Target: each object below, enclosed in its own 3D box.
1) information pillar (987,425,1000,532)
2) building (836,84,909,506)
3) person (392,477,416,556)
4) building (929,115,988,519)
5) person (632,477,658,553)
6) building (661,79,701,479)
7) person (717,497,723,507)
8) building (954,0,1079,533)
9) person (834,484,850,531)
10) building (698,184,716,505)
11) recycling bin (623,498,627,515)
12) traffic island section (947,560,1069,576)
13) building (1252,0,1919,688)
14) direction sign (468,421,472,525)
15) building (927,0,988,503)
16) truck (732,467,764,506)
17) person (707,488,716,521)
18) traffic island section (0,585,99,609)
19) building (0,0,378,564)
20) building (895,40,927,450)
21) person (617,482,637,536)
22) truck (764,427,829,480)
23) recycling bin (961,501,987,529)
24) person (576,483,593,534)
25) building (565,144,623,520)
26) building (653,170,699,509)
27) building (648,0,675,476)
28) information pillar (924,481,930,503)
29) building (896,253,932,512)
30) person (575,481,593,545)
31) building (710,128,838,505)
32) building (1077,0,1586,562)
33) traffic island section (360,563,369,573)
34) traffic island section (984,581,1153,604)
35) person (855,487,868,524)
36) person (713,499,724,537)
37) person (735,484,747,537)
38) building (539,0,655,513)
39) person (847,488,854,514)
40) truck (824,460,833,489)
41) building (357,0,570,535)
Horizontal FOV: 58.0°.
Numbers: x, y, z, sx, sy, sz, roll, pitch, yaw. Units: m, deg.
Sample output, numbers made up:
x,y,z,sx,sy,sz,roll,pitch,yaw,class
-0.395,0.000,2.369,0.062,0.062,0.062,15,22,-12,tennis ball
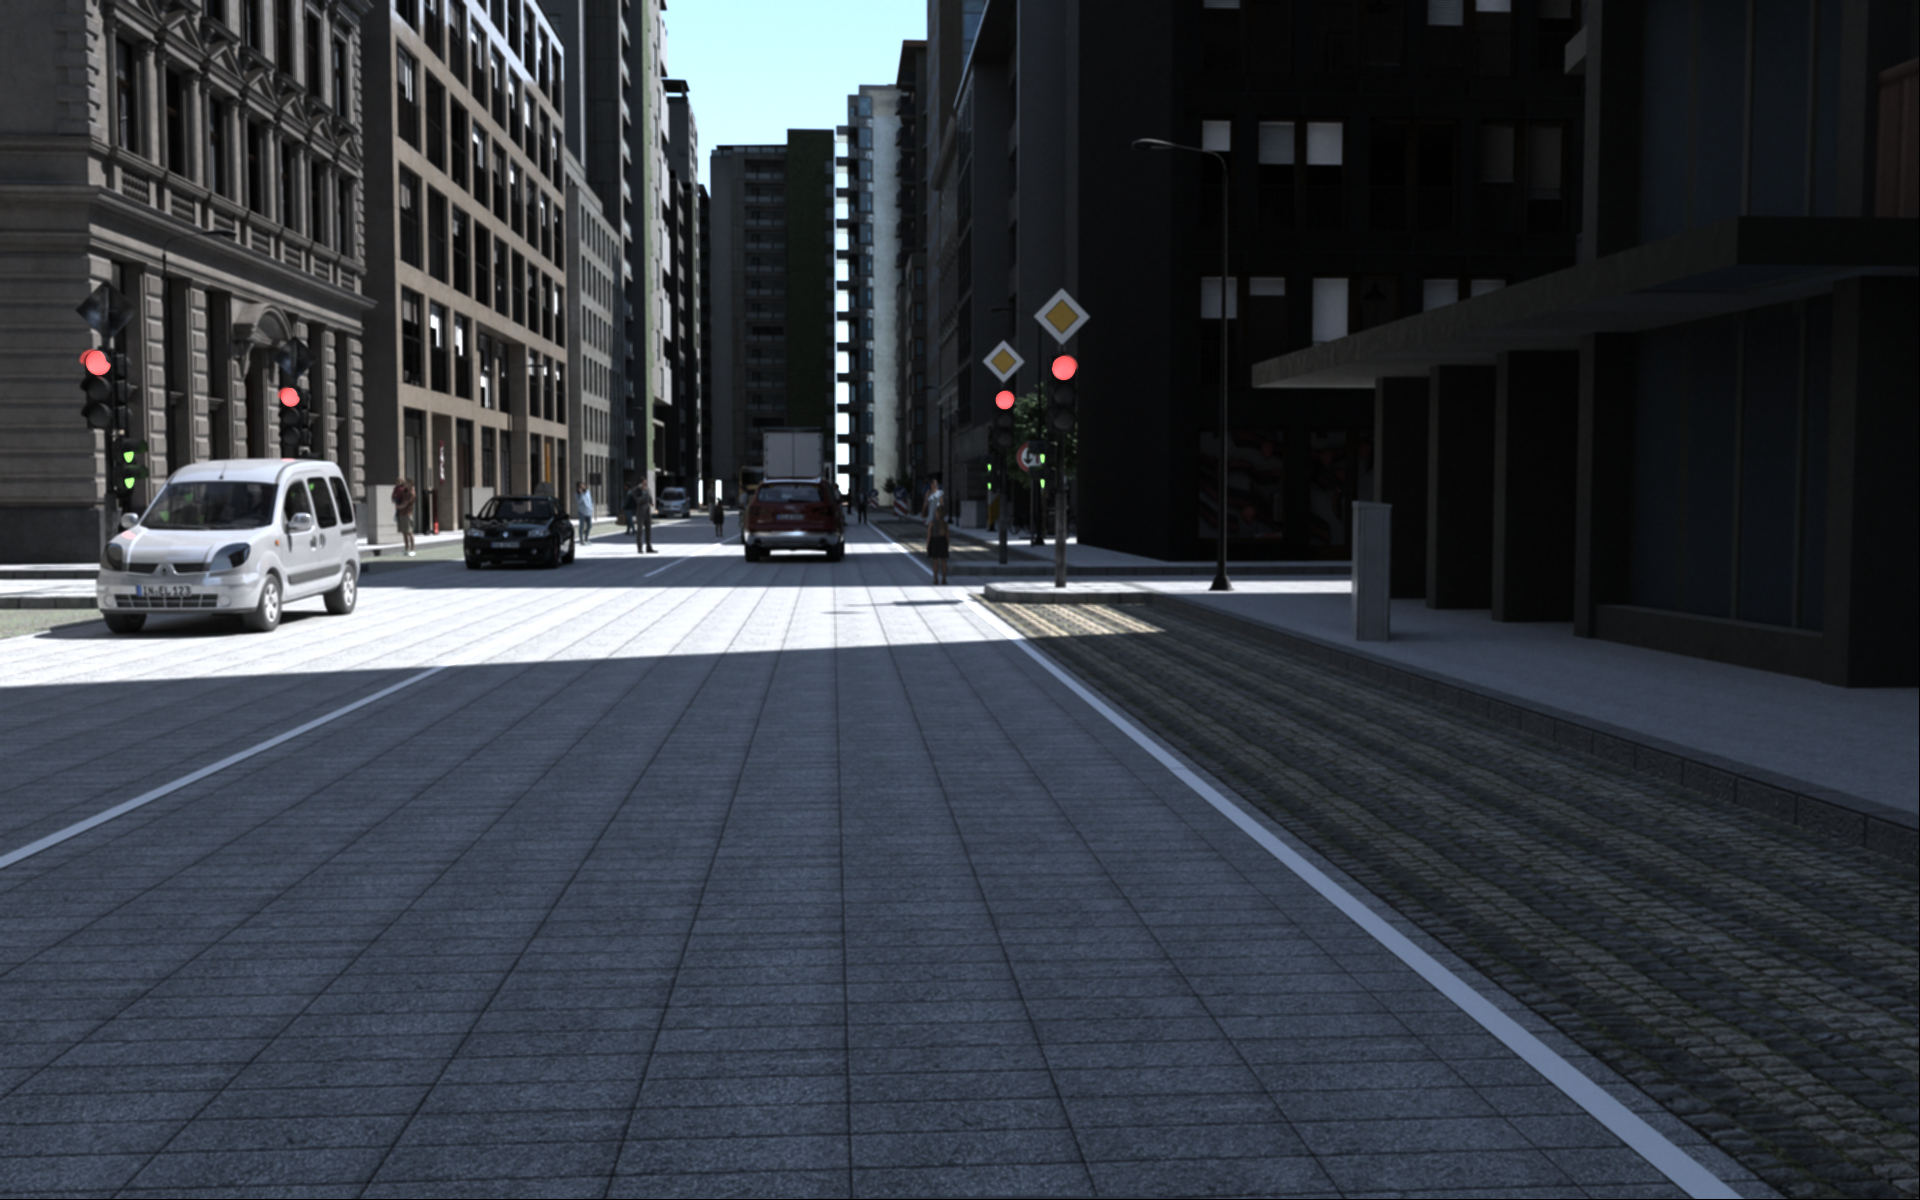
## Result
x,y,z,sx,sy,sz,roll,pitch,yaw,class
1.151,-4.150,59.211,0.504,3.616,0.183,-3,5,-45,information pillar
0.801,-35.674,202.881,30.456,49.044,23.786,0,4,-4,building
-12.890,-1.942,40.220,0.580,1.828,0.573,0,4,0,person
4.347,-16.396,96.953,11.050,23.489,19.941,0,4,-4,building
-7.607,-2.061,42.007,0.447,1.846,0.655,2,4,35,person
-33.275,-29.935,173.035,14.086,41.232,14.154,0,4,-4,building
-14.644,-5.655,105.644,0.352,1.250,0.332,-2,4,-27,person
7.882,-15.440,71.516,14.314,24.678,30.058,0,4,-4,building
-4.645,-3.592,67.075,0.795,1.843,0.661,0,4,6,person
-40.833,-31.346,204.383,23.993,40.220,32.217,0,4,-4,building
-20.024,-5.667,105.202,0.722,1.027,0.722,-3,5,-40,recycling bin
0.813,-0.580,31.770,2.009,0.180,2.903,0,4,-4,traffic island section
15.633,-21.634,8.344,22.147,44.769,28.867,0,4,-4,building
-15.279,-3.796,54.068,0.379,3.537,0.876,-1,4,-20,direction sign
5.053,-28.539,116.719,14.600,45.320,14.200,0,4,-4,building
-14.407,-7.894,124.987,3.469,3.379,9.791,0,4,-3,truck
-13.139,-5.066,91.877,0.362,1.759,0.519,3,4,36,person
-11.204,-0.037,22.880,2.009,0.180,2.903,0,4,-4,traffic island section
-21.316,-12.919,40.096,11.050,23.489,19.941,0,4,-4,building
4.996,-31.381,167.697,22.147,44.769,28.867,0,4,-4,building
-11.277,-3.083,58.896,0.713,1.824,0.794,2,4,27,person
-7.384,-5.472,78.378,2.839,4.237,11.283,0,4,-4,truck
0.532,-3.196,64.815,0.722,1.027,0.722,3,4,37,recycling bin
-13.493,-3.267,61.940,0.581,1.822,0.654,1,4,21,person
-24.611,-14.621,93.800,10.420,20.320,16.860,0,4,-4,building
-30.859,-23.353,153.515,14.160,30.474,14.107,0,4,-4,building
-36.562,-33.155,131.320,28.713,52.752,27.495,0,4,-4,building
-1.813,-5.555,95.311,0.304,2.012,0.304,0,4,5,information pillar
9.212,-18.022,139.693,27.650,21.520,28.899,0,4,-4,building
-10.506,-2.424,48.394,0.793,1.790,0.793,0,4,3,person
-21.060,-31.387,196.767,14.086,41.232,14.154,0,4,-4,building
11.369,-12.787,38.742,15.834,23.373,12.332,0,4,-4,building
-11.795,-0.524,30.843,2.009,0.180,2.903,0,4,-4,traffic island section
1.403,-0.093,23.807,2.009,0.180,2.903,0,4,-4,traffic island section
-4.712,-4.551,83.302,0.661,1.777,0.834,-1,4,-19,person
-8.063,-2.730,57.813,0.362,1.253,0.373,0,4,-2,person
-7.278,-2.968,57.601,0.524,1.755,0.480,1,4,9,person
-27.612,-26.173,111.525,14.154,41.232,14.086,0,4,-4,building
-7.766,-6.956,122.194,0.705,1.831,1.348,-1,4,-23,person
-12.071,-9.626,146.293,2.839,4.237,11.283,0,4,-5,truck
-27.717,-16.095,67.672,19.350,26.468,34.151,0,4,-4,building
